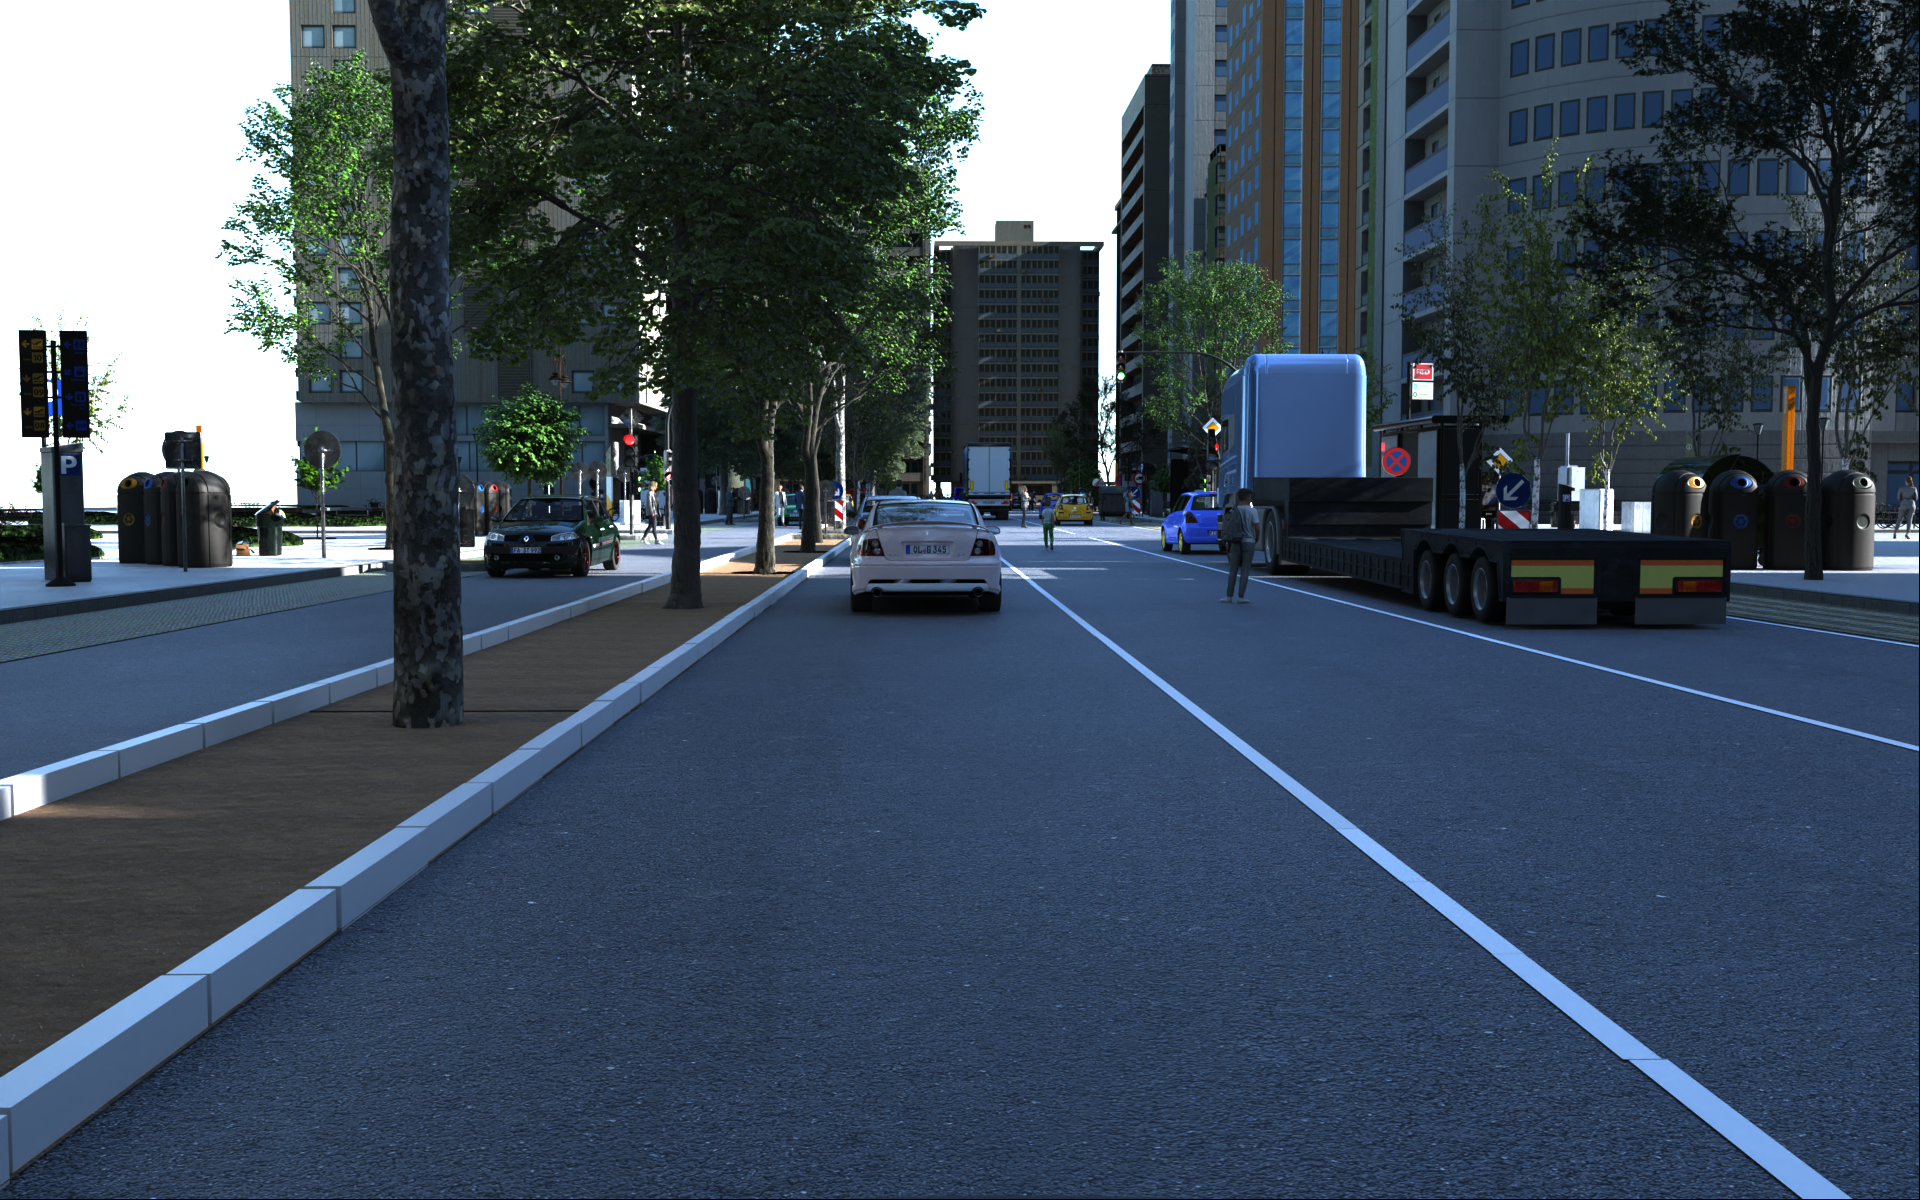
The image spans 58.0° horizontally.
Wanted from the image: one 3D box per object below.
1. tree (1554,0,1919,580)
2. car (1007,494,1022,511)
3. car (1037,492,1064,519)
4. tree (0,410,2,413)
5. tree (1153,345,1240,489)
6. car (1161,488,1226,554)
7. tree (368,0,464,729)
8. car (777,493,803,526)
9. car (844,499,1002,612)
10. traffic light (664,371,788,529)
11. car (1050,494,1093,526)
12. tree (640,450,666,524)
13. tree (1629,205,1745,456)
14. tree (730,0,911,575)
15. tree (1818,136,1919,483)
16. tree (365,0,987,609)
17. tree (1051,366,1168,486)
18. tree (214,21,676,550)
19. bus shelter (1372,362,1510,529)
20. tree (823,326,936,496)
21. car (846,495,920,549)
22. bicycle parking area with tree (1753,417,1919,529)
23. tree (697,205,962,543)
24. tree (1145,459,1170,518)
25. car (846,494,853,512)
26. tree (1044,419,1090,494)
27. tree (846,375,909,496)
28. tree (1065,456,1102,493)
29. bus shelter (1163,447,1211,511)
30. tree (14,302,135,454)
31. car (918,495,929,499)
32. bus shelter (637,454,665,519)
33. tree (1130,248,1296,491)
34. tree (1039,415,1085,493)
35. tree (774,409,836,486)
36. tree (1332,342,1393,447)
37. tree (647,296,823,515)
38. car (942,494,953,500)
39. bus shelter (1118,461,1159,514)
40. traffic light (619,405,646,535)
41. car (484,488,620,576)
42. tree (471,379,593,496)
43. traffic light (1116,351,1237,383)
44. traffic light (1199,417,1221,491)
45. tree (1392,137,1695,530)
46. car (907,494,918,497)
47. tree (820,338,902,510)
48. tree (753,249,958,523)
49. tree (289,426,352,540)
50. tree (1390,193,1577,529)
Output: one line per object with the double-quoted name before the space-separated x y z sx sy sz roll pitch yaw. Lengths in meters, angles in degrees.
"tree" 12.447 -5.578 25.619 7.601 10.594 8.767 0 4 -6
"car" 4.694 -8.418 147.419 2.009 1.686 4.222 0 4 -2
"car" 5.468 -5.548 100.294 1.945 1.707 3.694 0 3 0
"tree" -11.886 -1.554 20.017 1.663 3.219 1.824 0 3 0
"tree" 11.571 -8.093 82.686 4.360 8.622 3.978 0 3 0
"car" 5.990 -2.009 42.440 1.945 1.707 3.694 0 4 -3
"tree" -4.521 -9.332 10.927 12.611 20.169 13.585 0 3 0
"car" -7.394 -4.345 79.842 1.959 1.807 4.718 0 4 0
"car" -0.478 -0.621 22.514 2.083 1.381 4.827 0 4 -2
"traffic light" -8.481 -5.393 62.844 4.771 5.953 1.251 0 4 -1
"car" 5.206 -4.289 80.343 2.015 1.641 3.980 0 4 0
"tree" -13.349 -4.938 75.343 1.663 3.219 1.824 0 3 0
"tree" 19.030 -5.722 43.916 4.360 8.622 3.978 0 3 0
"tree" -3.368 -6.254 30.471 9.928 11.665 9.643 0 3 0
"tree" 18.857 -5.251 36.215 4.360 8.622 3.978 0 3 0
"tree" -3.538 -6.181 21.646 7.486 12.596 7.792 0 3 0
"tree" 10.886 -11.703 125.761 8.767 10.594 7.601 0 3 0
"tree" -13.031 -6.975 39.800 9.928 11.665 9.643 0 3 0
"bus shelter" 13.472 -4.449 50.375 2.179 5.291 8.768 0 4 -2
"tree" -6.157 -12.866 119.471 9.857 13.997 8.962 0 3 0
"car" -1.454 -1.539 37.158 2.014 1.417 4.499 0 4 -2
"bicycle parking area with tree" 32.171 -4.931 67.627 9.016 4.147 8.231 1 4 13
"tree" -4.121 -6.954 50.567 8.767 10.594 7.601 0 4 -1
"tree" 11.213 -6.124 94.723 1.663 3.219 1.824 0 3 0
"car" -8.257 -6.812 121.606 2.015 1.641 3.980 0 4 -2
"tree" 9.779 -12.563 155.773 4.360 8.622 3.978 0 3 0
"tree" -5.451 -9.252 104.085 4.737 8.622 4.395 0 3 0
"tree" 10.302 -9.785 143.702 4.285 4.588 4.351 0 3 0
"bus shelter" 11.757 -5.985 89.137 1.731 3.624 6.357 0 4 -1
"tree" -34.649 -7.154 67.324 4.737 8.622 4.395 0 3 0
"car" -3.514 -9.582 169.247 1.945 1.354 3.894 0 4 -1
"bus shelter" -15.676 -5.906 90.488 2.014 3.302 5.546 0 4 -1
"tree" 10.958 -9.003 72.949 9.928 11.665 9.643 0 3 0
"tree" 9.665 -12.894 161.183 4.737 8.622 4.395 0 3 0
"tree" -15.834 -16.202 181.912 9.611 12.733 9.660 0 3 0
"tree" 18.899 -8.157 83.735 4.737 8.622 4.395 0 3 0
"tree" -14.492 -12.187 105.916 9.857 13.997 8.962 0 3 0
"car" -1.385 -11.144 194.210 2.014 1.417 4.499 0 4 -1
"bus shelter" 11.275 -7.089 109.833 2.014 3.302 5.546 0 4 -1
"traffic light" -10.377 -4.028 54.776 0.839 4.253 0.868 0 4 -1
"car" -7.336 -1.319 31.356 2.009 1.686 4.222 0 4 1
"tree" -12.273 -4.036 49.697 4.285 4.588 4.351 0 3 0
"traffic light" 7.289 -4.918 55.075 4.771 5.953 1.251 0 4 -1
"traffic light" 9.185 -4.546 63.250 0.839 4.253 0.868 0 4 -1
"tree" 12.521 -5.295 36.932 4.737 8.622 4.395 0 3 0
"car" -3.810 -7.277 128.757 2.009 1.686 4.222 0 4 -3
"tree" -4.584 -7.641 77.756 4.360 8.622 3.978 0 3 0
"tree" -5.169 -10.583 85.865 12.009 13.543 11.850 0 3 0
"tree" -18.155 -3.340 49.218 1.663 3.219 1.824 0 3 0
"tree" 12.677 -5.649 42.725 4.360 8.622 3.978 0 3 0
